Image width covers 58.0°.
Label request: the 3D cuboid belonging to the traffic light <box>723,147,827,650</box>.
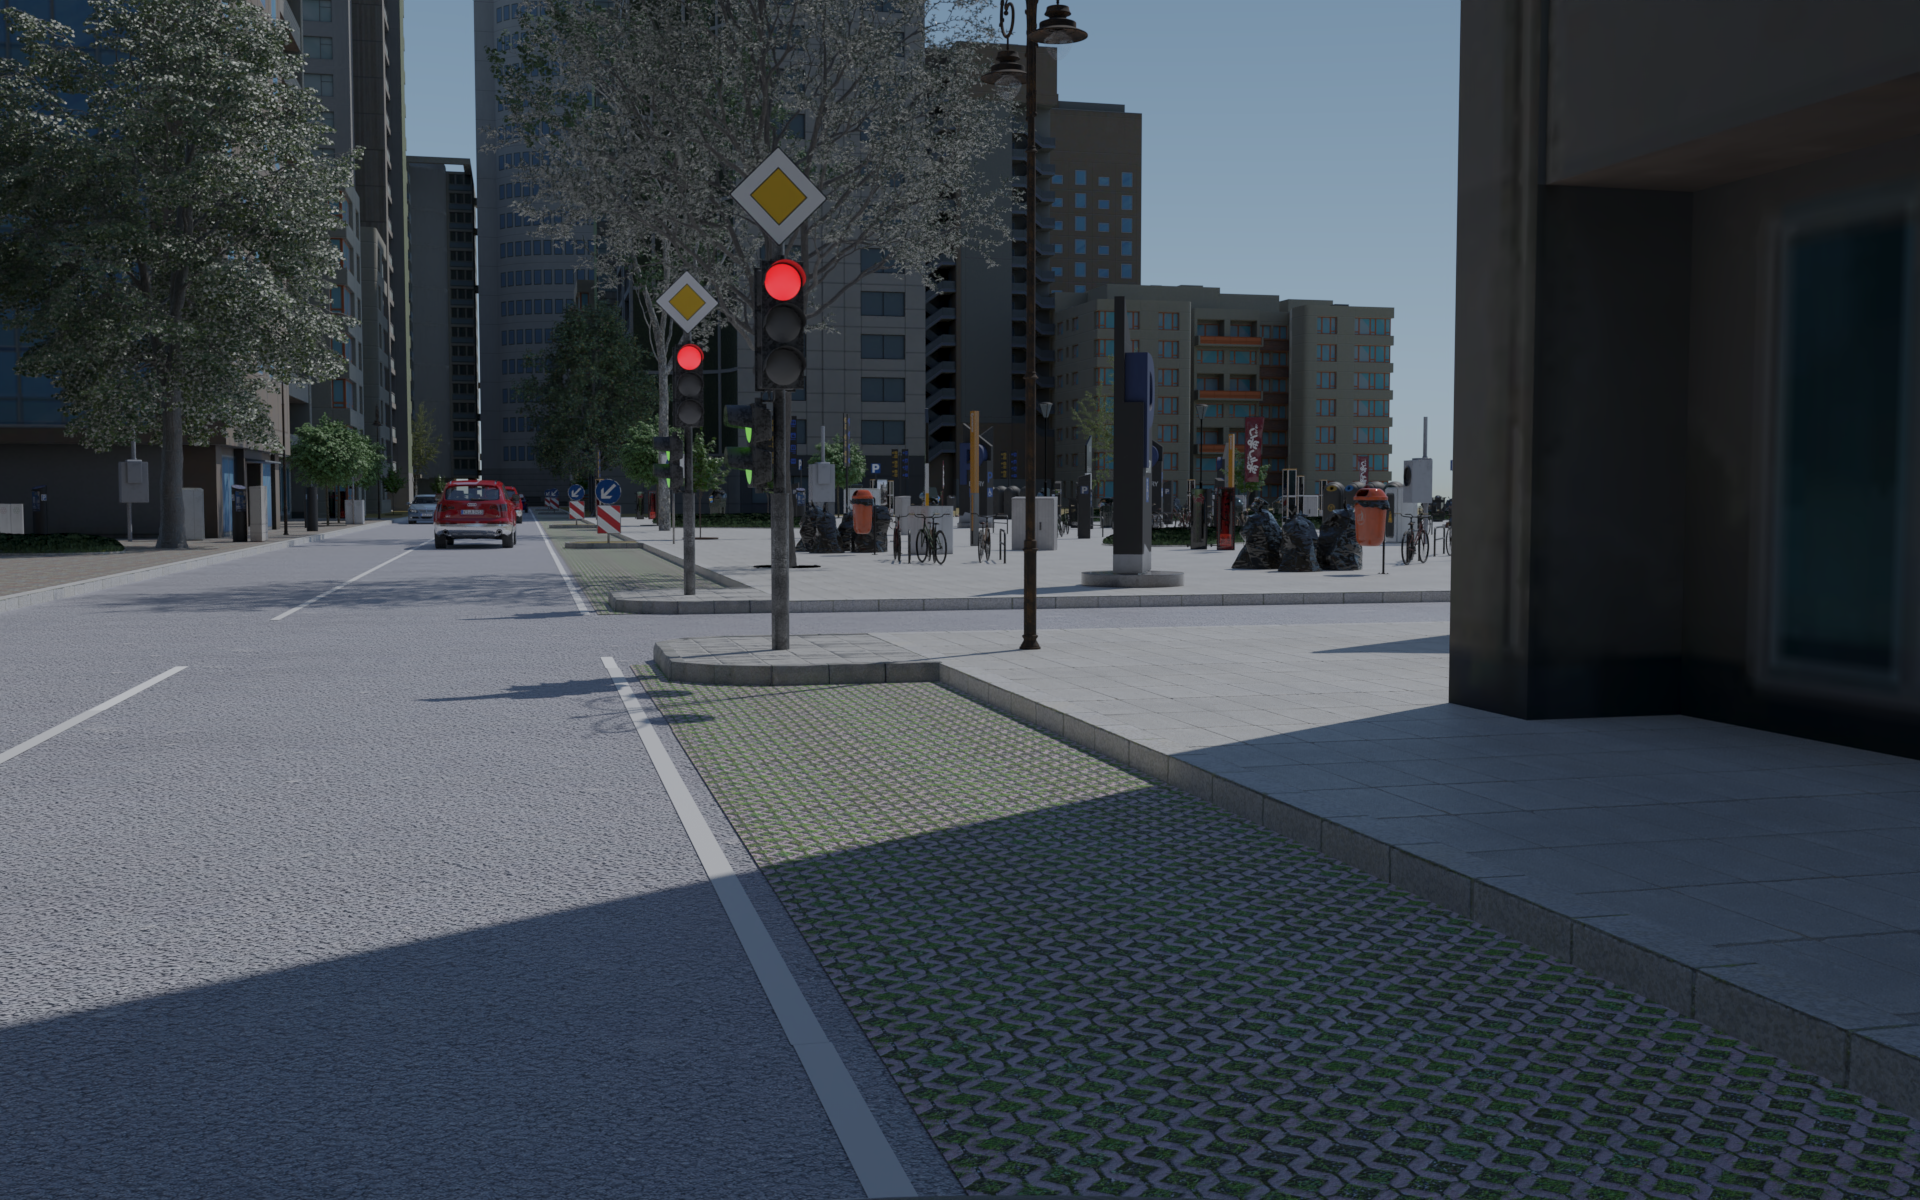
[{"bbox_3d":[-1.500,-1.545,14.186,0.839,4.253,0.868,-1,4,-14],"label":"traffic light"}]

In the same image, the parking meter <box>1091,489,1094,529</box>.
[{"bbox_3d":[4.684,-3.352,63.212,0.372,1.533,0.369,0,3,0],"label":"parking meter"}]

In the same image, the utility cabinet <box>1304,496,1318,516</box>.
[{"bbox_3d":[14.505,-3.767,72.744,1.020,1.237,0.306,1,4,18],"label":"utility cabinet"}]

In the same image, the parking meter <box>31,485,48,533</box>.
[{"bbox_3d":[-25.084,-2.374,47.222,0.372,1.533,0.369,0,3,0],"label":"parking meter"}]

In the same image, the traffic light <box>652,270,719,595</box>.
[{"bbox_3d":[-3.460,-2.019,21.928,0.839,4.253,0.868,-1,4,-14],"label":"traffic light"}]

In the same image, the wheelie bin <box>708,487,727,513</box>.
[{"bbox_3d":[-11.398,-4.509,81.623,0.693,1.594,0.980,2,4,25],"label":"wheelie bin"}]

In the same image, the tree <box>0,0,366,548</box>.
[{"bbox_3d":[-18.756,-8.208,40.850,9.857,13.997,8.962,0,3,0],"label":"tree"}]

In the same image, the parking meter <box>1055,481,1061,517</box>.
[{"bbox_3d":[4.400,-4.408,77.777,0.255,1.863,0.399,1,4,10],"label":"parking meter"}]

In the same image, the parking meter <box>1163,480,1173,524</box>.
[{"bbox_3d":[8.784,-4.124,73.131,0.399,1.863,0.255,2,4,32],"label":"parking meter"}]

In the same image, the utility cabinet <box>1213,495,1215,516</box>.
[{"bbox_3d":[12.983,-4.722,88.368,1.020,1.237,0.306,0,4,5],"label":"utility cabinet"}]

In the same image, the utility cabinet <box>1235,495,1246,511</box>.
[{"bbox_3d":[16.222,-5.486,100.862,0.306,1.237,1.020,-2,4,-33],"label":"utility cabinet"}]

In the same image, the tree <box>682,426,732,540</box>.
[{"bbox_3d":[-7.305,-3.318,48.850,1.663,3.219,1.824,0,3,0],"label":"tree"}]

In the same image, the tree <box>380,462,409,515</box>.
[{"bbox_3d":[-34.424,-6.741,104.815,1.663,3.219,1.824,0,3,0],"label":"tree"}]

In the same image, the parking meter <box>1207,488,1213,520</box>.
[{"bbox_3d":[13.739,-5.353,95.934,0.372,1.533,0.369,0,3,0],"label":"parking meter"}]

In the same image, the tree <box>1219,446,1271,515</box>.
[{"bbox_3d":[10.123,-4.031,60.503,1.663,3.219,1.824,0,3,0],"label":"tree"}]

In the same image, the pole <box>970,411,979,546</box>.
[{"bbox_3d":[0.358,-2.983,42.610,0.158,3.312,0.155,0,3,0],"label":"pole"}]

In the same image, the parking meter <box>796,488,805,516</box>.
[{"bbox_3d":[-6.424,-3.759,69.876,0.372,1.533,0.369,0,3,0],"label":"parking meter"}]

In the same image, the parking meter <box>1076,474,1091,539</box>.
[{"bbox_3d":[3.544,-2.692,49.729,0.399,1.863,0.255,0,4,-2],"label":"parking meter"}]

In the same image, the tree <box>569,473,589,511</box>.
[{"bbox_3d":[-28.730,-8.316,130.570,1.663,3.219,1.824,0,3,0],"label":"tree"}]

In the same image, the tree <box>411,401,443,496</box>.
[{"bbox_3d":[-43.471,-11.499,138.364,4.737,8.622,4.395,0,3,0],"label":"tree"}]

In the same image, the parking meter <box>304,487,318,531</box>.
[{"bbox_3d":[-24.523,-3.479,65.287,0.372,1.533,0.369,0,3,0],"label":"parking meter"}]

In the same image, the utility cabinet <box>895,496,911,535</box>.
[{"bbox_3d":[-1.805,-2.636,54.263,0.306,1.237,1.020,-1,4,-14],"label":"utility cabinet"}]

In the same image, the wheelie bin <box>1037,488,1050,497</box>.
[{"bbox_3d":[4.446,-5.068,90.769,0.693,1.594,0.980,3,4,39],"label":"wheelie bin"}]

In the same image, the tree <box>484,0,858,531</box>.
[{"bbox_3d":[-8.843,-12.468,59.742,12.611,20.169,13.585,0,3,0],"label":"tree"}]

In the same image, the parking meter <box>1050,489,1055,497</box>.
[{"bbox_3d":[4.804,-4.944,89.241,0.372,1.533,0.369,0,3,0],"label":"parking meter"}]

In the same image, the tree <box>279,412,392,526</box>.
[{"bbox_3d":[-25.328,-5.226,69.154,4.285,4.588,4.351,0,3,0],"label":"tree"}]

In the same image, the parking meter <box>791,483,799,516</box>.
[{"bbox_3d":[-8.457,-5.080,88.775,0.399,1.863,0.255,0,4,6],"label":"parking meter"}]

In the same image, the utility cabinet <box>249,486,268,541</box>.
[{"bbox_3d":[-18.940,-2.328,46.747,0.318,1.500,1.173,-1,4,-15],"label":"utility cabinet"}]

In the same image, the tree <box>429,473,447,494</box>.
[{"bbox_3d":[-46.890,-9.841,155.496,1.663,3.219,1.824,0,3,0],"label":"tree"}]

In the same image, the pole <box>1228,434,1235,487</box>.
[{"bbox_3d":[9.215,-3.976,58.846,0.158,3.312,0.155,0,3,0],"label":"pole"}]

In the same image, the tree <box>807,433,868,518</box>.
[{"bbox_3d":[-6.525,-6.665,92.686,4.285,4.588,4.351,0,3,0],"label":"tree"}]

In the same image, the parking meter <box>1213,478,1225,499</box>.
[{"bbox_3d":[9.433,-3.500,62.935,0.255,1.863,0.399,-1,4,-16],"label":"parking meter"}]

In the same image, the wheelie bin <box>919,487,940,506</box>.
[{"bbox_3d":[-1.459,-4.505,81.559,0.980,1.594,0.693,-1,4,-20],"label":"wheelie bin"}]

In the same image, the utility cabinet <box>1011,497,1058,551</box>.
[{"bbox_3d":[1.698,-1.738,39.580,1.020,1.237,0.306,1,4,21],"label":"utility cabinet"}]

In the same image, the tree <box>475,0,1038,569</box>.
[{"bbox_3d":[-3.116,-7.306,29.828,12.009,13.543,11.850,0,3,0],"label":"tree"}]

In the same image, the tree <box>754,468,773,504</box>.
[{"bbox_3d":[-9.264,-5.403,82.936,1.663,3.219,1.824,0,3,0],"label":"tree"}]

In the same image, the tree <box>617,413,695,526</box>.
[{"bbox_3d":[-12.250,-5.286,70.134,4.285,4.588,4.351,0,3,0],"label":"tree"}]

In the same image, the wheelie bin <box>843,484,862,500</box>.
[{"bbox_3d":[-3.404,-3.002,56.993,0.693,1.594,0.980,-2,4,-35],"label":"wheelie bin"}]

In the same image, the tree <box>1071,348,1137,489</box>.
[{"bbox_3d":[7.938,-8.386,87.474,4.737,8.622,4.395,0,3,0],"label":"tree"}]

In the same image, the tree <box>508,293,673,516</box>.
[{"bbox_3d":[-20.956,-11.164,99.534,9.611,12.733,9.660,0,3,0],"label":"tree"}]

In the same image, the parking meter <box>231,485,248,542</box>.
[{"bbox_3d":[-19.272,-2.319,46.321,0.372,1.533,0.369,0,3,0],"label":"parking meter"}]
